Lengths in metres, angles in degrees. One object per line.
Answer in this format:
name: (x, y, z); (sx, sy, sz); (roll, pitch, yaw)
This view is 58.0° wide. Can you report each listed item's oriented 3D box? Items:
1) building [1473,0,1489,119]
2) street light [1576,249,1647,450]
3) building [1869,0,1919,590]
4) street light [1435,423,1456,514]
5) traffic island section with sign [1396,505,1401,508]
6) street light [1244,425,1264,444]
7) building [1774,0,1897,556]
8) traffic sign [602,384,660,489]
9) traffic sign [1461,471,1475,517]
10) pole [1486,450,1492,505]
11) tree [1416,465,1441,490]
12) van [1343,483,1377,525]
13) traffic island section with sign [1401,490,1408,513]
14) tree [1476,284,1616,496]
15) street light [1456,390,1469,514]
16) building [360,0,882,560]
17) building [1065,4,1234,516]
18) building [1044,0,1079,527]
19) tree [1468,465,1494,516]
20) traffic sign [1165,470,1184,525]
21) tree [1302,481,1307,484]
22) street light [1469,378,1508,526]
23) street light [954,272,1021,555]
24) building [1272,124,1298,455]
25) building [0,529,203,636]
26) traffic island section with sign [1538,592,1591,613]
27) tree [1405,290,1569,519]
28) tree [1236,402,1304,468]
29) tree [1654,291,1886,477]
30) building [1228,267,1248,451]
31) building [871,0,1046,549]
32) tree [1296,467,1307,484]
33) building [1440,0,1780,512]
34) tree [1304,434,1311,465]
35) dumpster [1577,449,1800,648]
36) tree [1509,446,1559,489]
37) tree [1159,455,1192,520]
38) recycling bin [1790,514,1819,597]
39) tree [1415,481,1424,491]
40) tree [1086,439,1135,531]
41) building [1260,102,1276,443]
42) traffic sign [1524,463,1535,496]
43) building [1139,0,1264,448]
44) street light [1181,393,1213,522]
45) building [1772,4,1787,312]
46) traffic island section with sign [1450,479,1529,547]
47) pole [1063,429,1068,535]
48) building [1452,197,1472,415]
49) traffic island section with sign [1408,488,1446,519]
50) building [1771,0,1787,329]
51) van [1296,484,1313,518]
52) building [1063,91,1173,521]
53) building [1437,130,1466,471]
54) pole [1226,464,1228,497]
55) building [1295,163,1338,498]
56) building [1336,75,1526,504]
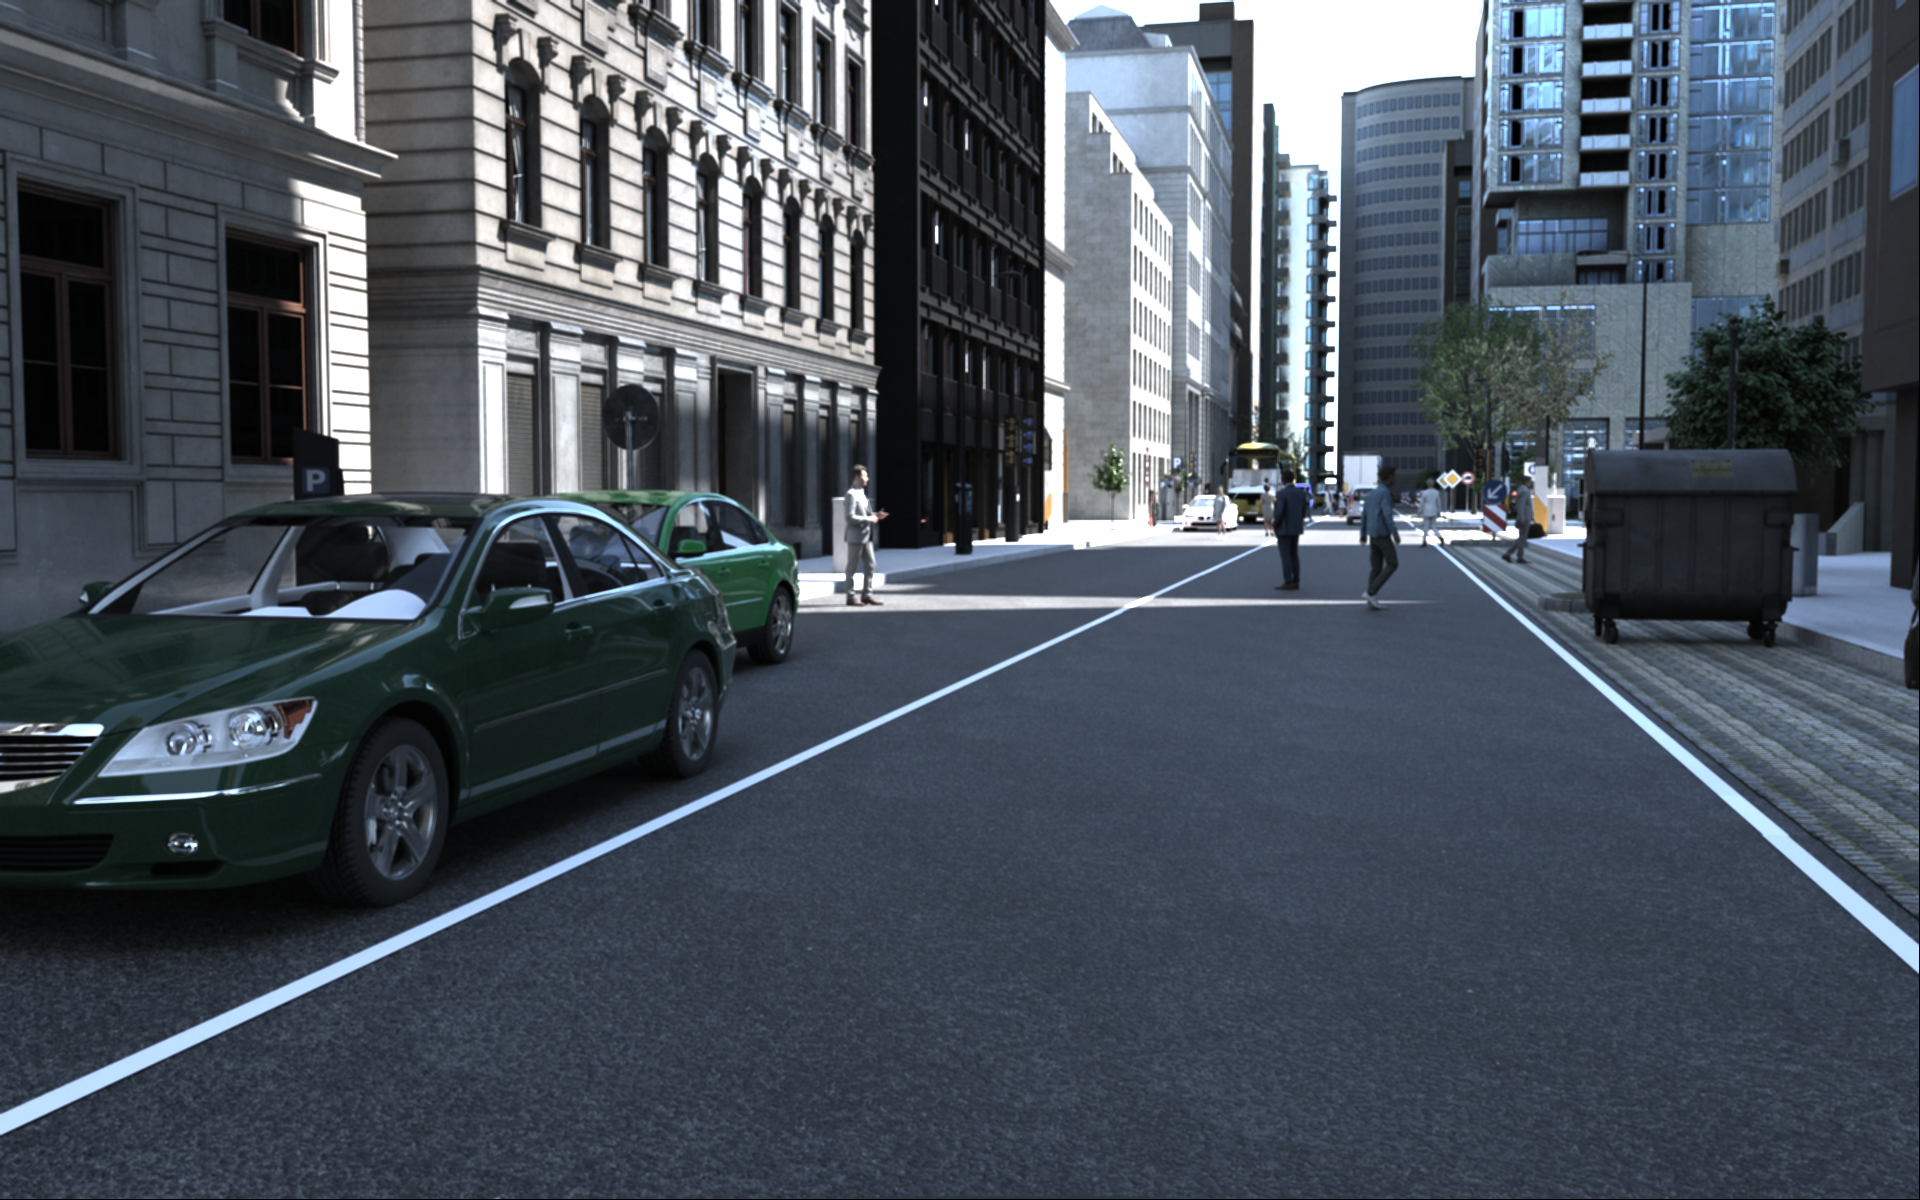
building: (53.044, -30.833, 154.234); (14.600, 45.320, 14.200); (1, 4, 13)
street light: (12.380, -3.690, 32.881); (1.470, 5.913, 1.316); (1, 4, 13)
building: (17.721, -22.295, 14.632); (14.600, 45.320, 14.200); (1, 4, 13)
street light: (31.932, -8.640, 113.802); (1.470, 5.913, 1.316); (1, 4, 13)
traffic island section with sign: (45.537, -10.279, 176.688); (1.989, 1.847, 2.006); (1, 4, 13)
street light: (19.759, -8.833, 116.955); (1.470, 5.913, 1.316); (1, 4, 13)
building: (33.693, -21.269, 39.622); (32.217, 40.220, 23.993); (1, 4, 13)
traffic sign: (-3.834, -1.225, 20.129); (0.768, 2.556, 0.104); (1, 4, 21)
traffic sign: (28.237, -5.889, 96.398); (0.768, 2.556, 0.104); (1, 4, 17)
pole: (24.367, -5.254, 79.743); (0.158, 3.312, 0.155); (0, 3, 0)
tree: (53.406, -13.005, 196.347); (4.285, 4.588, 4.351); (0, 3, 0)
van: (19.029, -4.545, 81.325); (2.013, 2.044, 4.112); (1, 4, 11)
traffic island section with sign: (33.932, -7.324, 128.376); (1.989, 1.847, 2.006); (1, 4, 13)
tree: (20.601, -6.744, 60.632); (4.360, 8.622, 3.978); (0, 3, 0)
street light: (23.112, -6.410, 77.338); (1.470, 5.913, 1.316); (1, 4, 13)
building: (-8.466, -11.117, 30.911); (9.793, 20.994, 18.267); (1, 4, 13)
building: (11.109, -20.567, 113.755); (11.434, 29.767, 29.804); (1, 4, 13)
building: (-7.864, -17.135, 67.541); (23.554, 28.519, 14.401); (1, 4, 13)
tree: (30.468, -6.524, 101.262); (1.663, 3.219, 1.824); (0, 3, 0)
traffic sign: (8.982, -4.213, 72.528); (0.795, 2.450, 0.064); (1, 4, 13)
tree: (43.724, -13.883, 221.581); (1.663, 3.219, 1.824); (0, 3, 0)
street light: (21.281, -5.931, 69.516); (1.470, 5.913, 1.316); (1, 4, 13)
street light: (0.592, -3.907, 36.422); (1.470, 5.913, 1.316); (1, 4, 13)
building: (25.583, -36.514, 216.612); (30.456, 49.044, 23.786); (1, 4, 13)
building: (-14.253, -10.745, 11.845); (11.583, 22.565, 21.152); (1, 4, 13)
traffic island section with sign: (8.241, -0.780, 21.385); (1.989, 1.847, 2.006); (1, 4, 13)
tree: (27.217, -10.020, 89.590); (9.928, 11.665, 9.643); (0, 3, 0)
tree: (23.801, -11.327, 135.552); (4.737, 8.622, 4.395); (0, 3, 0)
tree: (13.085, -2.718, 28.154); (4.285, 4.588, 4.351); (0, 3, 0)
building: (15.758, -18.295, 140.929); (13.314, 21.916, 24.055); (1, 4, 13)
building: (-5.118, -13.403, 48.825); (12.332, 23.373, 15.834); (1, 4, 13)
tree: (34.666, -12.093, 181.434); (4.285, 4.588, 4.351); (0, 3, 0)
building: (49.076, -50.030, 130.657); (22.319, 86.520, 31.000); (1, 4, 13)
tree: (37.235, -14.889, 193.799); (4.737, 8.622, 4.395); (0, 3, 0)
dumpster: (6.980, -0.519, 16.708); (1.865, 1.857, 1.264); (1, 4, 15)
tree: (38.644, -8.144, 116.867); (4.285, 4.588, 4.351); (0, 3, 0)
tree: (10.721, -5.609, 86.308); (1.663, 3.219, 1.824); (0, 3, 0)
recycling bin: (10.434, -0.578, 22.012); (0.722, 1.027, 0.722); (3, 5, 40)
tree: (56.266, -13.318, 212.351); (1.663, 3.219, 1.824); (0, 3, 0)
tree: (5.452, -4.043, 60.710); (1.663, 3.219, 1.824); (0, 3, 0)
building: (24.669, -30.196, 177.305); (14.154, 41.232, 14.086); (1, 4, 13)
traffic sign: (18.236, -3.239, 55.085); (0.606, 2.300, 0.079); (1, 4, 18)
building: (20.962, -31.374, 163.079); (14.600, 45.320, 14.200); (1, 4, 13)
street light: (10.989, -6.577, 80.075); (1.470, 5.913, 1.316); (1, 4, 13)
building: (56.081, -28.372, 83.493); (30.456, 49.044, 23.786); (1, 4, 13)
traffic island section with sign: (14.537, -2.385, 47.625); (1.989, 1.847, 2.006); (1, 4, 13)
pole: (3.321, -3.710, 54.504); (0.158, 3.312, 0.155); (0, 3, 0)
building: (55.347, -24.311, 169.189); (14.160, 30.474, 14.107); (1, 4, 13)
traffic island section with sign: (27.513, -5.690, 101.658); (1.989, 1.847, 2.006); (1, 4, 13)
building: (88.608, -46.805, 203.509); (20.611, 71.187, 20.563); (1, 4, 13)
van: (20.080, -6.109, 104.272); (2.240, 2.365, 5.245); (1, 4, 15)
building: (5.032, -14.481, 91.521); (10.420, 20.320, 16.860); (1, 4, 13)
building: (66.248, -34.397, 212.503); (14.600, 45.320, 14.200); (1, 4, 13)
pole: (18.396, -7.673, 119.302); (0.158, 3.312, 0.155); (0, 3, 0)
building: (38.815, -38.569, 250.215); (30.456, 49.044, 23.786); (1, 4, 13)
building: (67.156, -42.780, 241.457); (28.212, 58.520, 21.231); (1, 4, 13)
